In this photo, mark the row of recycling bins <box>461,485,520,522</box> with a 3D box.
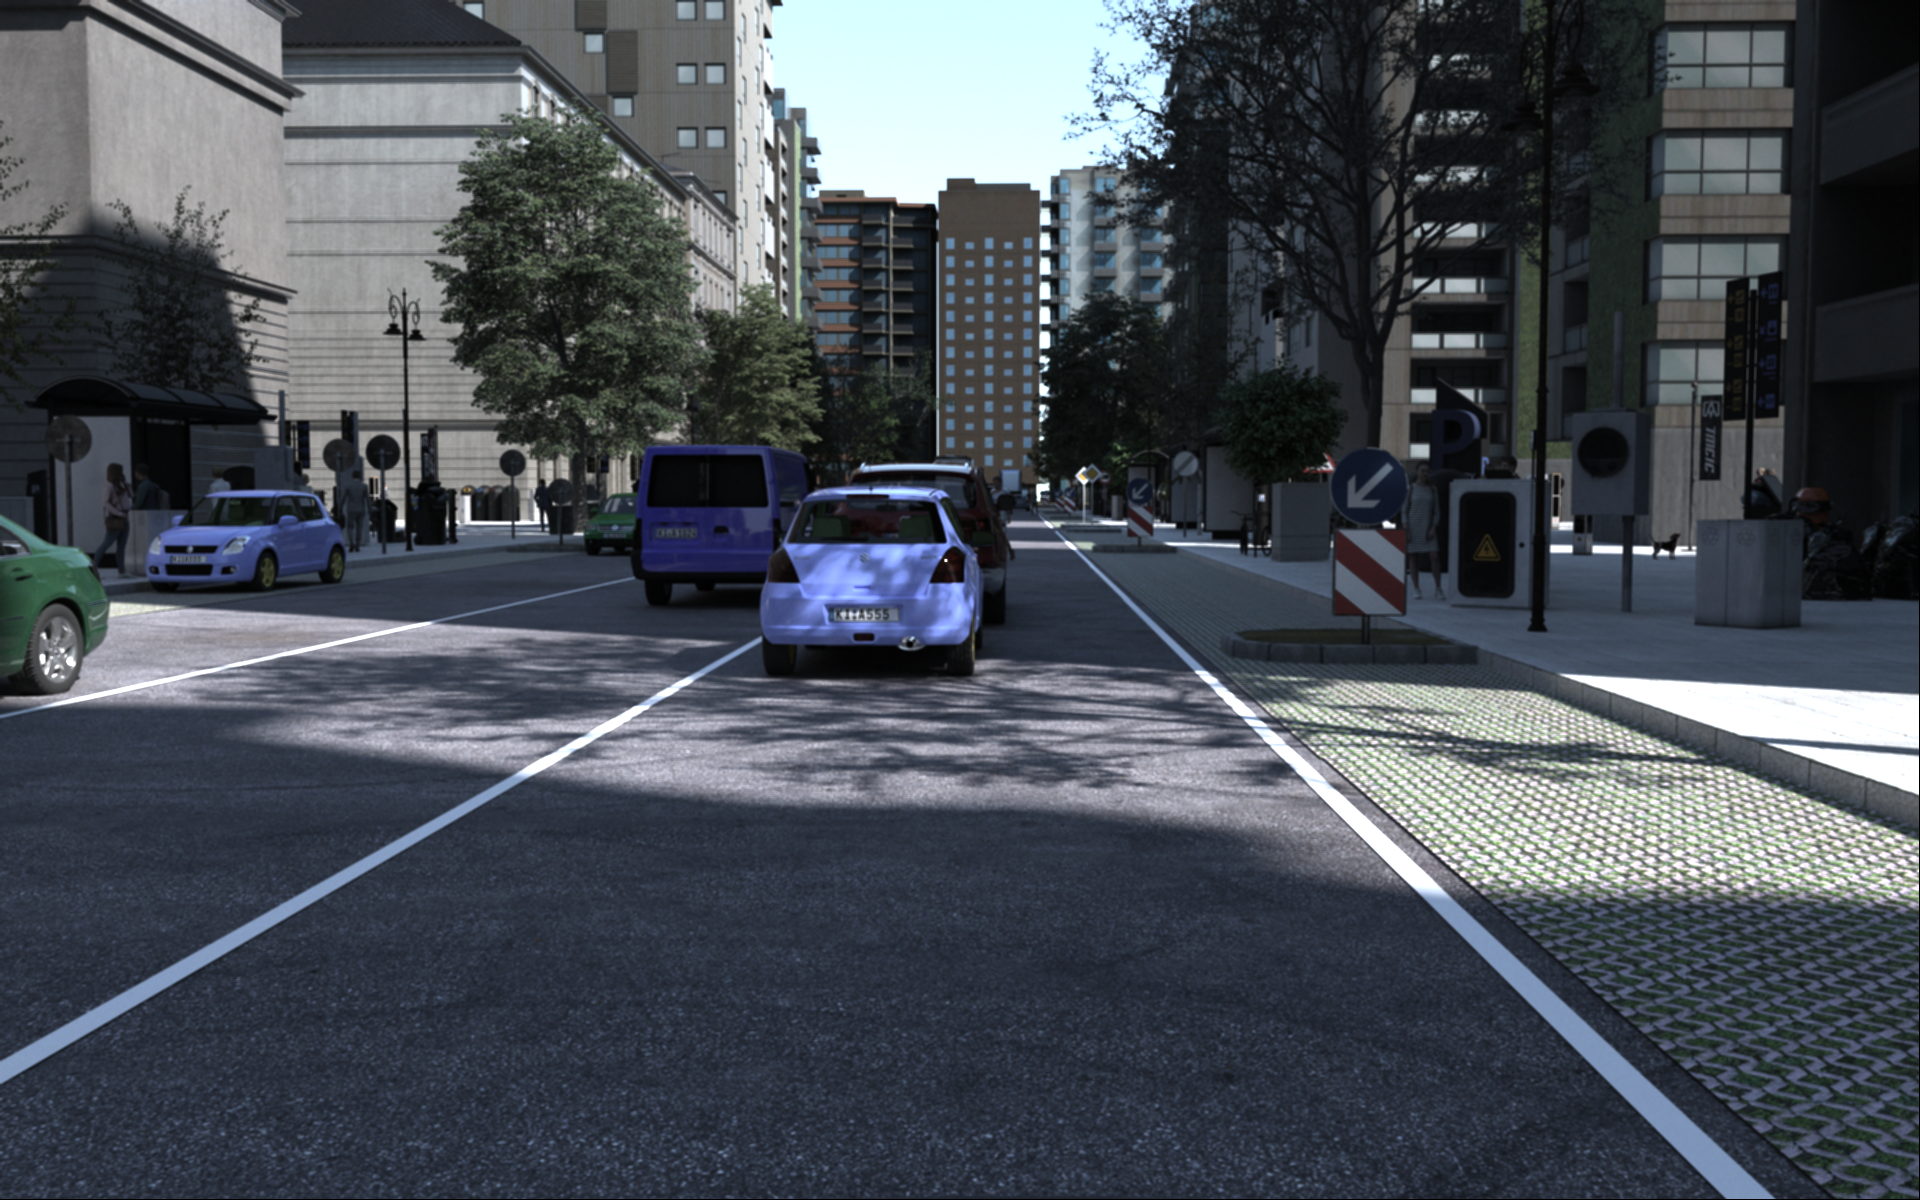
[{"bbox_3d":[-22.086,-4.547,81.463,3.534,1.692,1.069,2,4,31],"label":"row of recycling bins"}]

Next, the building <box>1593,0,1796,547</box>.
[{"bbox_3d":[24.102,-22.261,47.560,14.154,41.232,14.086,0,4,2],"label":"building"}]

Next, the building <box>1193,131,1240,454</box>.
[{"bbox_3d":[25.771,-22.550,140.400,14.160,30.474,14.107,0,4,2],"label":"building"}]

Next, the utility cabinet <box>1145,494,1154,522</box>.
[{"bbox_3d":[8.614,-4.270,78.492,0.318,1.500,1.173,1,4,12],"label":"utility cabinet"}]

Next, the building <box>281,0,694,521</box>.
[{"bbox_3d":[-28.096,-20.077,104.669,17.030,29.872,44.131,0,4,2],"label":"building"}]

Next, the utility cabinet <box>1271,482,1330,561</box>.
[{"bbox_3d":[6.520,-1.497,33.163,1.173,1.500,0.318,-2,4,-27],"label":"utility cabinet"}]

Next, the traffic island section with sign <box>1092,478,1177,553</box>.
[{"bbox_3d":[4.270,-2.080,42.629,1.989,1.847,2.006,0,4,2],"label":"traffic island section with sign"}]

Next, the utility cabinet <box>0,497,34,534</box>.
[{"bbox_3d":[-21.855,-1.756,39.879,1.020,1.237,0.306,1,4,13],"label":"utility cabinet"}]

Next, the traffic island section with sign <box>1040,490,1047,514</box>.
[{"bbox_3d":[6.986,-7.120,125.045,1.989,1.847,2.006,0,4,2],"label":"traffic island section with sign"}]

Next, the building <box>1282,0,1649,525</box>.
[{"bbox_3d":[23.934,-24.551,85.004,14.086,41.232,14.154,0,4,2],"label":"building"}]

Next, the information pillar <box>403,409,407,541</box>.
[{"bbox_3d":[-15.241,-3.443,47.642,0.183,3.616,0.504,-1,4,-20],"label":"information pillar"}]

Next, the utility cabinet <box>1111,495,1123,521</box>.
[{"bbox_3d":[7.525,-4.379,82.763,0.306,1.237,1.020,1,4,21],"label":"utility cabinet"}]

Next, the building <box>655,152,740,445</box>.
[{"bbox_3d":[-25.499,-21.455,136.700,13.634,28.700,20.117,0,4,2],"label":"building"}]

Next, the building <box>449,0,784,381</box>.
[{"bbox_3d":[-32.237,-35.055,162.395,28.713,52.752,27.495,0,4,2],"label":"building"}]

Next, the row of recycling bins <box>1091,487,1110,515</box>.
[{"bbox_3d":[8.837,-5.911,103.754,1.069,1.692,3.534,-1,4,-19],"label":"row of recycling bins"}]

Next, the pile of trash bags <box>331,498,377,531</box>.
[{"bbox_3d":[-21.575,-3.086,60.215,3.447,1.369,1.912,0,4,-5],"label":"pile of trash bags"}]

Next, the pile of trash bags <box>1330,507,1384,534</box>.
[{"bbox_3d":[11.804,-2.778,55.165,3.447,1.369,1.912,-2,4,-33],"label":"pile of trash bags"}]

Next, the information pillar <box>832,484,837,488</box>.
[{"bbox_3d":[-9.443,-7.690,130.219,0.304,2.012,0.304,2,4,33],"label":"information pillar"}]

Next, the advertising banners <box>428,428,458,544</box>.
[{"bbox_3d":[-13.567,-3.008,45.369,0.090,3.025,2.074,-2,4,-35],"label":"advertising banners"}]

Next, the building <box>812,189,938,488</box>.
[{"bbox_3d":[-17.548,-36.521,251.750,28.867,44.769,22.147,0,4,2],"label":"building"}]

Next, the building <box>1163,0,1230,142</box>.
[{"bbox_3d":[31.526,-33.636,169.565,23.786,49.044,30.456,0,4,2],"label":"building"}]

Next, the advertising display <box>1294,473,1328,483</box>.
[{"bbox_3d":[9.967,-2.695,49.276,0.974,1.923,0.123,-1,4,-9],"label":"advertising display"}]

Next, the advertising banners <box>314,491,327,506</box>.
[{"bbox_3d":[-51.457,-8.805,140.145,2.074,3.025,0.090,0,4,0],"label":"advertising banners"}]

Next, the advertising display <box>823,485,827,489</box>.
[{"bbox_3d":[-10.134,-7.591,129.331,0.123,1.923,0.974,-1,4,-19],"label":"advertising display"}]

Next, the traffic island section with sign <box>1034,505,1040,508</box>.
[{"bbox_3d":[8.628,-10.166,174.848,1.989,1.847,2.006,0,4,2],"label":"traffic island section with sign"}]

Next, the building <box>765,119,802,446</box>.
[{"bbox_3d":[-24.657,-30.603,183.959,14.154,41.232,14.086,0,4,2],"label":"building"}]

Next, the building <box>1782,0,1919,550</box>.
[{"bbox_3d":[23.435,-23.960,15.444,21.300,48.544,21.600,0,4,2],"label":"building"}]

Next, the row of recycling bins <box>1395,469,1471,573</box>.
[{"bbox_3d":[8.110,-1.389,29.827,1.069,1.692,3.534,0,4,6],"label":"row of recycling bins"}]

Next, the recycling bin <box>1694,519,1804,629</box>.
[{"bbox_3d":[7.677,-0.263,16.860,0.722,1.027,0.722,-2,4,-34],"label":"recycling bin"}]

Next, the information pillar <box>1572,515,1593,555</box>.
[{"bbox_3d":[13.088,-1.949,36.358,0.304,2.012,0.304,-3,5,-43],"label":"information pillar"}]

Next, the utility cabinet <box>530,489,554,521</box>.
[{"bbox_3d":[-19.376,-4.385,80.381,0.318,1.500,1.173,3,4,39],"label":"utility cabinet"}]

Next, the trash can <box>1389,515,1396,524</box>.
[{"bbox_3d":[18.752,-3.842,74.463,0.748,1.137,0.748,0,3,0],"label":"trash can"}]

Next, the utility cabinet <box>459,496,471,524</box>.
[{"bbox_3d":[-21.382,-3.890,74.768,0.306,1.237,1.020,-2,4,-28],"label":"utility cabinet"}]

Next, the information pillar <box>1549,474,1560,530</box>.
[{"bbox_3d":[21.533,-3.564,62.767,0.304,2.012,0.304,0,4,-6],"label":"information pillar"}]

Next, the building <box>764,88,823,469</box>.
[{"bbox_3d":[-31.875,-35.762,204.319,30.456,49.044,23.786,0,4,2],"label":"building"}]

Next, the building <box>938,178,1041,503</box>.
[{"bbox_3d":[4.263,-36.560,247.871,14.200,45.320,14.600,0,4,2],"label":"building"}]

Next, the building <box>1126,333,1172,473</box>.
[{"bbox_3d":[33.828,-21.708,199.967,27.650,21.520,28.899,0,4,2],"label":"building"}]

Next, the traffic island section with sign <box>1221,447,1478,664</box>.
[{"bbox_3d":[3.382,-0.417,15.448,1.989,1.847,2.006,0,4,2],"label":"traffic island section with sign"}]

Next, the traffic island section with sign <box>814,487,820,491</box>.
[{"bbox_3d":[-8.214,-5.501,98.572,1.989,1.847,2.006,0,4,2],"label":"traffic island section with sign"}]

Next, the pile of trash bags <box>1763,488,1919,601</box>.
[{"bbox_3d":[11.316,-0.770,22.345,1.912,1.369,3.447,1,4,12],"label":"pile of trash bags"}]

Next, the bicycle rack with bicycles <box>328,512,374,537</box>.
[{"bbox_3d":[-18.816,-2.302,51.027,2.852,0.926,2.925,2,4,32],"label":"bicycle rack with bicycles"}]

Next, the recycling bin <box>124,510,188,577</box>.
[{"bbox_3d":[-12.668,-0.900,27.274,0.722,1.027,0.722,2,4,30],"label":"recycling bin"}]

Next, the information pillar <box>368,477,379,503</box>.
[{"bbox_3d":[-25.340,-4.305,74.875,0.304,2.012,0.304,1,4,14],"label":"information pillar"}]

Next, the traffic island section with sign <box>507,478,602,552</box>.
[{"bbox_3d":[-10.041,-2.114,43.197,1.989,1.847,2.006,0,4,2],"label":"traffic island section with sign"}]

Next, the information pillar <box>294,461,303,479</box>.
[{"bbox_3d":[-14.659,-2.055,38.086,0.304,2.012,0.304,2,4,30],"label":"information pillar"}]

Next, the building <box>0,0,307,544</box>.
[{"bbox_3d":[-33.363,-12.737,50.052,24.055,21.916,13.314,0,4,2],"label":"building"}]

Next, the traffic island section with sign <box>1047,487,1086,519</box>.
[{"bbox_3d":[6.087,-5.473,98.105,1.989,1.847,2.006,0,4,2],"label":"traffic island section with sign"}]

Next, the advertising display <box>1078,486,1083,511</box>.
[{"bbox_3d":[9.423,-7.949,135.175,0.123,1.923,0.974,-1,4,-20],"label":"advertising display"}]

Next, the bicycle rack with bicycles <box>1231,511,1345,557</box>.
[{"bbox_3d":[6.859,-1.367,35.735,2.852,0.926,2.925,1,4,11],"label":"bicycle rack with bicycles"}]

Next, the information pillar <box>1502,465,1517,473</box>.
[{"bbox_3d":[14.025,-2.433,44.276,0.304,2.012,0.304,0,4,2],"label":"information pillar"}]

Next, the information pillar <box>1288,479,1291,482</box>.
[{"bbox_3d":[8.905,-2.633,47.544,0.304,2.012,0.304,0,4,7],"label":"information pillar"}]

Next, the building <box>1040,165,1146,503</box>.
[{"bbox_3d":[26.873,-38.625,251.126,30.456,49.044,23.786,0,4,2],"label":"building"}]

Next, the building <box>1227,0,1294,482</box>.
[{"bbox_3d":[32.255,-31.896,110.744,28.713,52.752,27.495,0,4,2],"label":"building"}]
